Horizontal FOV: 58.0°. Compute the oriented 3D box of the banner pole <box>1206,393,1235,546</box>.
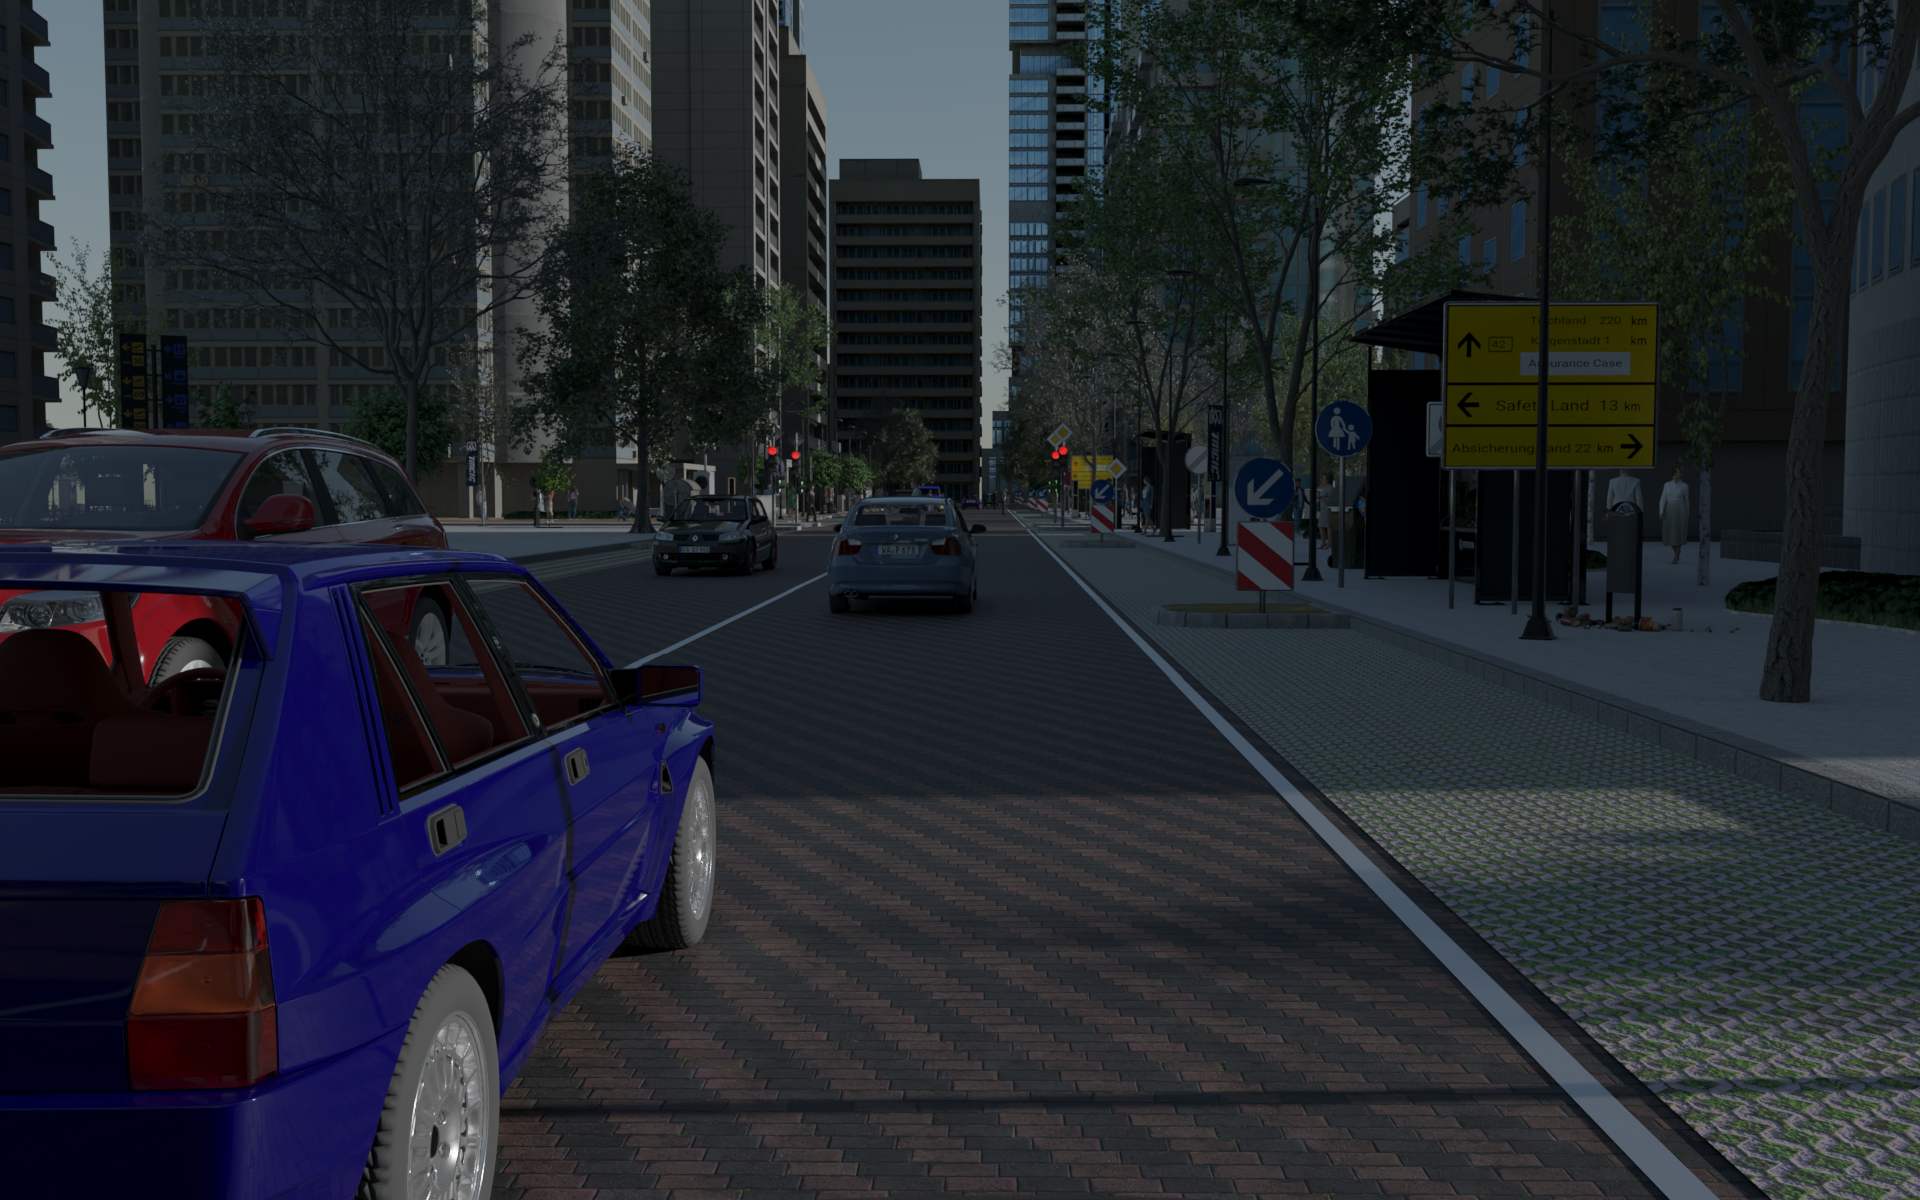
[{"bbox_3d":[6.438,-3.232,42.856,0.863,3.779,0.401,-2,4,-29],"label":"banner pole"}]

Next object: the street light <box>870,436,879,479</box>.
[{"bbox_3d":[-7.493,-10.218,139.597,1.470,5.913,1.316,0,4,1],"label":"street light"}]

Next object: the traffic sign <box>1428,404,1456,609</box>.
[{"bbox_3d":[5.491,-1.050,19.292,0.606,2.300,0.079,0,4,5],"label":"traffic sign"}]

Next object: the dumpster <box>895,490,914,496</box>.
[{"bbox_3d":[-5.452,-9.906,170.179,1.865,1.857,1.264,0,4,1],"label":"dumpster"}]

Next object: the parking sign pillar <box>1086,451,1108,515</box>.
[{"bbox_3d":[8.499,-7.272,107.363,1.447,3.967,1.447,-1,4,-12],"label":"parking sign pillar"}]

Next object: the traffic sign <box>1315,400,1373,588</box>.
[{"bbox_3d":[5.223,-1.440,23.649,0.768,2.556,0.104,0,4,6],"label":"traffic sign"}]

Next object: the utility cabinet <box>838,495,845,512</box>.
[{"bbox_3d":[-8.580,-6.958,124.924,0.306,1.237,1.020,-2,4,-26],"label":"utility cabinet"}]

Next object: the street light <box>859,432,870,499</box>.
[{"bbox_3d":[-7.684,-9.585,129.247,1.470,5.913,1.316,0,4,1],"label":"street light"}]

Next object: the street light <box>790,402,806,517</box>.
[{"bbox_3d":[-8.491,-7.006,87.087,1.470,5.913,1.316,0,4,1],"label":"street light"}]

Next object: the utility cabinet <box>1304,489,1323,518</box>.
[{"bbox_3d":[15.711,-4.118,76.016,1.173,1.500,0.318,2,4,32],"label":"utility cabinet"}]

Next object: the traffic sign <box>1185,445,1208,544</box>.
[{"bbox_3d":[6.184,-2.728,44.713,0.768,2.556,0.104,1,4,10],"label":"traffic sign"}]

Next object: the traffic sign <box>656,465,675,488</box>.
[{"bbox_3d":[-11.709,-4.203,68.824,0.768,2.556,0.104,0,4,3],"label":"traffic sign"}]

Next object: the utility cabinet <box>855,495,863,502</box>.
[{"bbox_3d":[-8.600,-8.342,147.550,0.306,1.237,1.020,-2,4,-31],"label":"utility cabinet"}]

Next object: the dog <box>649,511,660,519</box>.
[{"bbox_3d":[-14.018,-3.806,79.065,0.406,0.507,0.540,2,4,29],"label":"dog"}]

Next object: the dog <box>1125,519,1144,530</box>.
[{"bbox_3d":[6.197,-2.662,61.255,0.550,0.427,0.748,-3,4,-38],"label":"dog"}]

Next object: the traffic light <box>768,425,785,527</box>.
[{"bbox_3d":[-7.335,-4.853,68.273,0.839,4.253,0.868,0,4,1],"label":"traffic light"}]

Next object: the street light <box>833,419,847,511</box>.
[{"bbox_3d":[-8.016,-8.272,107.783,1.470,5.913,1.316,0,4,1],"label":"street light"}]

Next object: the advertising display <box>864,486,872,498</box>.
[{"bbox_3d":[-7.689,-8.572,145.364,0.123,1.923,0.974,2,4,32],"label":"advertising display"}]

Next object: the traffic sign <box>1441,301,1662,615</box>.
[{"bbox_3d":[6.235,-1.497,18.355,2.265,3.308,0.079,0,4,2],"label":"traffic sign"}]

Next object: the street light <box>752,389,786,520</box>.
[{"bbox_3d":[-8.640,-6.366,76.626,1.470,5.913,1.316,0,4,1],"label":"street light"}]

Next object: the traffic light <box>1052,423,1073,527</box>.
[{"bbox_3d":[4.024,-4.841,68.079,0.839,4.253,0.868,0,4,1],"label":"traffic light"}]

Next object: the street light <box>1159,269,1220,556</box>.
[{"bbox_3d":[4.944,-3.874,35.882,1.470,5.913,1.316,0,4,1],"label":"street light"}]

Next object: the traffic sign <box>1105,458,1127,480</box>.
[{"bbox_3d":[5.694,-3.864,62.912,0.795,2.593,0.064,0,4,7],"label":"traffic sign"}]

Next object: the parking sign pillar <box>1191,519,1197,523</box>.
[{"bbox_3d":[9.787,-5.392,76.624,1.447,3.967,1.447,0,4,8],"label":"parking sign pillar"}]

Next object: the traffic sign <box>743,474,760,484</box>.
[{"bbox_3d":[-10.840,-5.503,89.973,0.884,2.594,0.081,0,4,2],"label":"traffic sign"}]

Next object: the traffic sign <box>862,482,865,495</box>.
[{"bbox_3d":[-8.555,-9.259,151.498,0.768,2.556,0.104,0,4,8],"label":"traffic sign"}]

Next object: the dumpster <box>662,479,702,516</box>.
[{"bbox_3d":[-10.593,-3.673,65.814,1.264,1.857,1.865,0,4,1],"label":"dumpster"}]

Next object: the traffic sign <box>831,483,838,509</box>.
[{"bbox_3d":[-9.228,-7.680,125.677,0.768,2.556,0.104,1,4,8],"label":"traffic sign"}]

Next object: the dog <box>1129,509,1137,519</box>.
[{"bbox_3d":[9.022,-4.443,89.482,0.540,0.507,0.406,-1,4,-12],"label":"dog"}]

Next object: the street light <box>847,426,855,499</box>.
[{"bbox_3d":[-7.899,-8.926,118.478,1.470,5.913,1.316,0,4,1],"label":"street light"}]

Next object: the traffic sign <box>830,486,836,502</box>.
[{"bbox_3d":[-9.810,-8.006,130.906,0.884,2.594,0.081,1,4,9],"label":"traffic sign"}]

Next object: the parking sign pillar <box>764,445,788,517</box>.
[{"bbox_3d":[-10.255,-6.574,95.958,1.447,3.967,1.447,3,5,40],"label":"parking sign pillar"}]

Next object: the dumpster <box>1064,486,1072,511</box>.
[{"bbox_3d":[8.612,-7.907,131.768,1.502,2.255,1.985,0,4,1],"label":"dumpster"}]

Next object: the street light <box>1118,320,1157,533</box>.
[{"bbox_3d":[5.087,-4.516,46.373,1.470,5.913,1.316,0,4,1],"label":"street light"}]

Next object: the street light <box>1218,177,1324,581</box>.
[{"bbox_3d":[4.686,-3.241,25.534,1.470,5.913,1.316,0,4,1],"label":"street light"}]

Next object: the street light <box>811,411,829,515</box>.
[{"bbox_3d":[-8.291,-7.639,97.436,1.470,5.913,1.316,0,4,1],"label":"street light"}]

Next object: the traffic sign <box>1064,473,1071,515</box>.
[{"bbox_3d":[6.677,-6.512,106.584,0.768,2.556,0.104,0,4,6],"label":"traffic sign"}]

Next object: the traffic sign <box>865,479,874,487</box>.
[{"bbox_3d":[-7.702,-8.985,147.018,0.768,2.556,0.104,0,4,6],"label":"traffic sign"}]

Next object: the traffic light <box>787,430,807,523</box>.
[{"bbox_3d":[-7.187,-5.342,76.257,0.839,4.253,0.868,0,4,1],"label":"traffic light"}]

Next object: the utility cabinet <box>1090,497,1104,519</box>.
[{"bbox_3d":[6.917,-4.805,87.245,0.318,1.500,1.173,2,4,28],"label":"utility cabinet"}]

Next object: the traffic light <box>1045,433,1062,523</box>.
[{"bbox_3d":[4.173,-5.330,76.063,0.839,4.253,0.868,0,4,1],"label":"traffic light"}]

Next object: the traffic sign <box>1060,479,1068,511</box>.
[{"bbox_3d":[7.864,-7.916,129.538,0.768,2.556,0.104,0,4,6],"label":"traffic sign"}]

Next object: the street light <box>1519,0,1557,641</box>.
[{"bbox_3d":[4.581,-2.608,15.183,1.470,5.913,1.316,0,4,1],"label":"street light"}]

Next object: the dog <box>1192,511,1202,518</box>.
[{"bbox_3d":[12.472,-4.479,90.963,0.748,0.427,0.550,3,5,39],"label":"dog"}]

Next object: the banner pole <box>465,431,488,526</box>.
[{"bbox_3d":[-19.290,-4.835,69.068,0.863,3.779,0.401,-1,4,-11],"label":"banner pole"}]

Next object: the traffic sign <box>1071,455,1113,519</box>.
[{"bbox_3d":[6.929,-5.923,90.718,2.265,3.308,0.079,0,4,4],"label":"traffic sign"}]

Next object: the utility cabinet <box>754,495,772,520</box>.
[{"bbox_3d":[-9.740,-4.562,85.755,1.020,1.237,0.306,-3,5,-41],"label":"utility cabinet"}]
